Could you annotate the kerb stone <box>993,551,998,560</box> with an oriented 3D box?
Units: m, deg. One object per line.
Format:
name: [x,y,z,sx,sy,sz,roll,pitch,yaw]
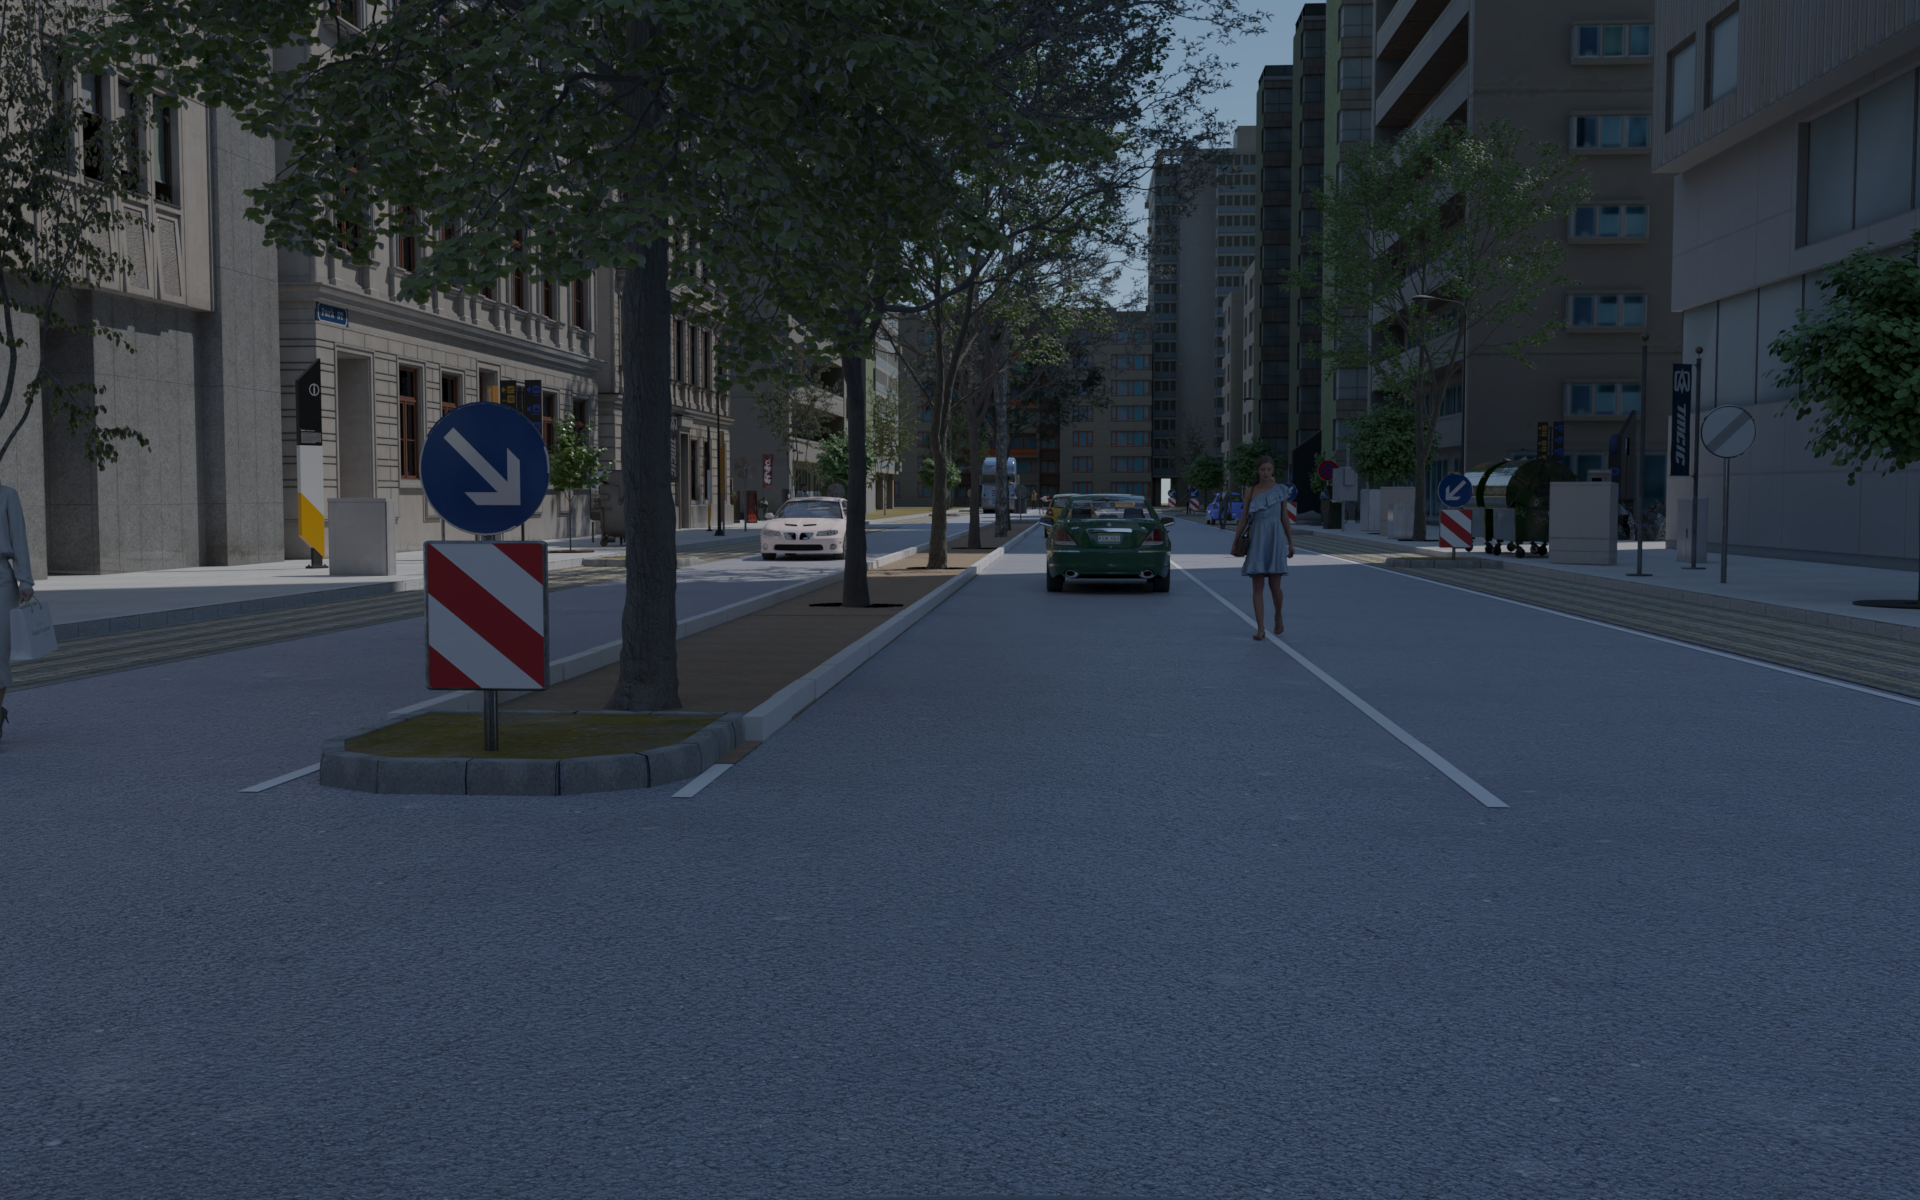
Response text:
kerb stone: [0.681,-0.911,37.092,0.120,0.150,1.000,0,4,4]

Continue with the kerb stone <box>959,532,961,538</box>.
kerb stone: [-0.132,-2.046,55.650,0.120,0.150,1.000,0,4,4]

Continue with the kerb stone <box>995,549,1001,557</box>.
kerb stone: [0.755,-0.973,38.111,0.120,0.150,1.000,0,4,4]

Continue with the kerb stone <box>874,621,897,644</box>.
kerb stone: [-0.740,0.341,16.616,0.120,0.150,1.000,0,4,4]

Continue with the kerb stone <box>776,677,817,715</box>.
kerb stone: [-1.105,0.657,11.507,0.120,0.150,1.000,0,4,4]

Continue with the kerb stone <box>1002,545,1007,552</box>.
kerb stone: [0.971,-1.161,41.183,0.120,0.150,1.000,0,4,4]

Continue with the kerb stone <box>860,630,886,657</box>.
kerb stone: [-0.809,0.404,15.592,0.120,0.150,1.000,0,4,4]

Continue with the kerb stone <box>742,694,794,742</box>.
kerb stone: [-1.161,0.717,10.486,0.120,0.150,1.000,0,4,4]

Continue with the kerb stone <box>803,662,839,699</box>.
kerb stone: [-1.024,0.593,12.526,0.120,0.150,1.000,0,4,4]

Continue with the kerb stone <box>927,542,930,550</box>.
kerb stone: [-0.904,-1.358,44.391,0.120,0.150,1.000,0,4,4]

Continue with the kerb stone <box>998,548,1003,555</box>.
kerb stone: [0.823,-1.032,39.142,0.120,0.150,1.000,0,4,4]

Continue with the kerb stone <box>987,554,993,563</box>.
kerb stone: [0.533,-0.780,35.028,0.120,0.150,1.000,0,4,4]

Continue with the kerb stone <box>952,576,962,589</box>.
kerb stone: [-0.103,-0.221,25.814,0.120,0.150,1.000,0,4,4]

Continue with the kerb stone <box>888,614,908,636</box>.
kerb stone: [-0.670,0.280,17.636,0.120,0.150,1.000,0,4,4]

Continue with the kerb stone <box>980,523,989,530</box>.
kerb stone: [1.008,-3.046,71.998,0.120,0.150,1.000,0,4,4]

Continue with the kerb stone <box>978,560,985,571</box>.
kerb stone: [0.329,-0.597,31.954,0.120,0.150,1.000,0,4,4]

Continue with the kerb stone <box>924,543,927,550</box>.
kerb stone: [-0.988,-1.294,43.360,0.120,0.150,1.000,0,4,4]

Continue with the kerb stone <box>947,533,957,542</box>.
kerb stone: [-0.272,-1.920,53.592,0.120,0.150,1.000,0,4,4]

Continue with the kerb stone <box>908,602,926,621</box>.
kerb stone: [-0.525,0.154,19.683,0.120,0.150,1.000,0,4,4]

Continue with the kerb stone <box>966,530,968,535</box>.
kerb stone: [0.093,-2.233,58.709,0.120,0.150,1.000,0,4,4]

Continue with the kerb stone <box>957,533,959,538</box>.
kerb stone: [-0.202,-1.983,54.620,0.120,0.150,1.000,0,4,4]

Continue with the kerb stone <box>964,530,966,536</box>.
kerb stone: [0.011,-2.168,57.690,0.120,0.150,1.000,0,4,4]

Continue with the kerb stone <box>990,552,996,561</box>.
kerb stone: [0.610,-0.848,36.058,0.120,0.150,1.000,0,4,4]

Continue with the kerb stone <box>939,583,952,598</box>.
kerb stone: [-0.246,-0.095,23.774,0.120,0.150,1.000,0,4,4]

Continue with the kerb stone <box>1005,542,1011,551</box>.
kerb stone: [1.119,-1.286,43.226,0.120,0.150,1.000,0,4,4]

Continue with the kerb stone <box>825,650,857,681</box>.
kerb stone: [-0.953,0.529,13.552,0.120,0.150,1.000,0,4,4]

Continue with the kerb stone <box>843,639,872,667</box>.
kerb stone: [-0.885,0.466,14.572,0.120,0.150,1.000,0,4,4]

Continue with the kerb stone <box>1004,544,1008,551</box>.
kerb stone: [1.037,-1.224,42.204,0.120,0.150,1.000,0,4,4]

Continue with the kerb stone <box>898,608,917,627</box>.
kerb stone: [-0.603,0.216,18.660,0.120,0.150,1.000,0,4,4]

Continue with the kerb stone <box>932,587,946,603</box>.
kerb stone: [-0.311,-0.033,22.742,0.120,0.150,1.000,0,4,4]

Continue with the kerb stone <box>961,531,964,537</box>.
kerb stone: [-0.054,-2.106,56.669,0.120,0.150,1.000,0,4,4]

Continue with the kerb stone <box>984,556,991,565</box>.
kerb stone: [0.468,-0.722,33.998,0.120,0.150,1.000,0,4,4]

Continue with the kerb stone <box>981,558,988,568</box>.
kerb stone: [0.393,-0.658,32.975,0.120,0.150,1.000,0,4,4]

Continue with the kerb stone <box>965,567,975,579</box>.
kerb stone: [0.115,-0.409,28.885,0.120,0.150,1.000,0,4,4]

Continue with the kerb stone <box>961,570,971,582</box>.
kerb stone: [0.042,-0.344,27.854,0.120,0.150,1.000,0,4,4]

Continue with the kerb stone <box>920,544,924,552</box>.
kerb stone: [-1.056,-1.226,42.340,0.120,0.150,1.000,0,4,4]

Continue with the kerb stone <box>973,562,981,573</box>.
kerb stone: [0.249,-0.535,30.935,0.120,0.150,1.000,0,4,4]

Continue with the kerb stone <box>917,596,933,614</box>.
kerb stone: [-0.454,0.091,20.702,0.120,0.150,1.000,0,4,4]

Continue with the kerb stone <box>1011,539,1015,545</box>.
kerb stone: [1.327,-1.475,46.305,0.120,0.150,1.000,0,4,4]

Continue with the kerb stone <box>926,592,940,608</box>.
kerb stone: [-0.384,0.030,21.723,0.120,0.150,1.000,0,4,4]

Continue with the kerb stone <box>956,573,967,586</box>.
kerb stone: [-0.027,-0.284,26.834,0.120,0.150,1.000,0,4,4]

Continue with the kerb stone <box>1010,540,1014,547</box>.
kerb stone: [1.256,-1.411,45.269,0.120,0.150,1.000,0,4,4]

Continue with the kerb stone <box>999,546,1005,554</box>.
kerb stone: [0.904,-1.098,40.163,0.120,0.150,1.000,0,4,4]

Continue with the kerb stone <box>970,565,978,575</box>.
kerb stone: [0.184,-0.471,29.915,0.120,0.150,1.000,0,4,4]

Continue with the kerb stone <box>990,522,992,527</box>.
kerb stone: [1.158,-3.171,74.049,0.120,0.150,1.000,0,4,4]

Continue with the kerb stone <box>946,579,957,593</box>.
kerb stone: [-0.171,-0.158,24.794,0.120,0.150,1.000,0,4,4]

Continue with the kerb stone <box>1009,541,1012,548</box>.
kerb stone: [1.191,-1.349,44.246,0.120,0.150,1.000,0,4,4]
